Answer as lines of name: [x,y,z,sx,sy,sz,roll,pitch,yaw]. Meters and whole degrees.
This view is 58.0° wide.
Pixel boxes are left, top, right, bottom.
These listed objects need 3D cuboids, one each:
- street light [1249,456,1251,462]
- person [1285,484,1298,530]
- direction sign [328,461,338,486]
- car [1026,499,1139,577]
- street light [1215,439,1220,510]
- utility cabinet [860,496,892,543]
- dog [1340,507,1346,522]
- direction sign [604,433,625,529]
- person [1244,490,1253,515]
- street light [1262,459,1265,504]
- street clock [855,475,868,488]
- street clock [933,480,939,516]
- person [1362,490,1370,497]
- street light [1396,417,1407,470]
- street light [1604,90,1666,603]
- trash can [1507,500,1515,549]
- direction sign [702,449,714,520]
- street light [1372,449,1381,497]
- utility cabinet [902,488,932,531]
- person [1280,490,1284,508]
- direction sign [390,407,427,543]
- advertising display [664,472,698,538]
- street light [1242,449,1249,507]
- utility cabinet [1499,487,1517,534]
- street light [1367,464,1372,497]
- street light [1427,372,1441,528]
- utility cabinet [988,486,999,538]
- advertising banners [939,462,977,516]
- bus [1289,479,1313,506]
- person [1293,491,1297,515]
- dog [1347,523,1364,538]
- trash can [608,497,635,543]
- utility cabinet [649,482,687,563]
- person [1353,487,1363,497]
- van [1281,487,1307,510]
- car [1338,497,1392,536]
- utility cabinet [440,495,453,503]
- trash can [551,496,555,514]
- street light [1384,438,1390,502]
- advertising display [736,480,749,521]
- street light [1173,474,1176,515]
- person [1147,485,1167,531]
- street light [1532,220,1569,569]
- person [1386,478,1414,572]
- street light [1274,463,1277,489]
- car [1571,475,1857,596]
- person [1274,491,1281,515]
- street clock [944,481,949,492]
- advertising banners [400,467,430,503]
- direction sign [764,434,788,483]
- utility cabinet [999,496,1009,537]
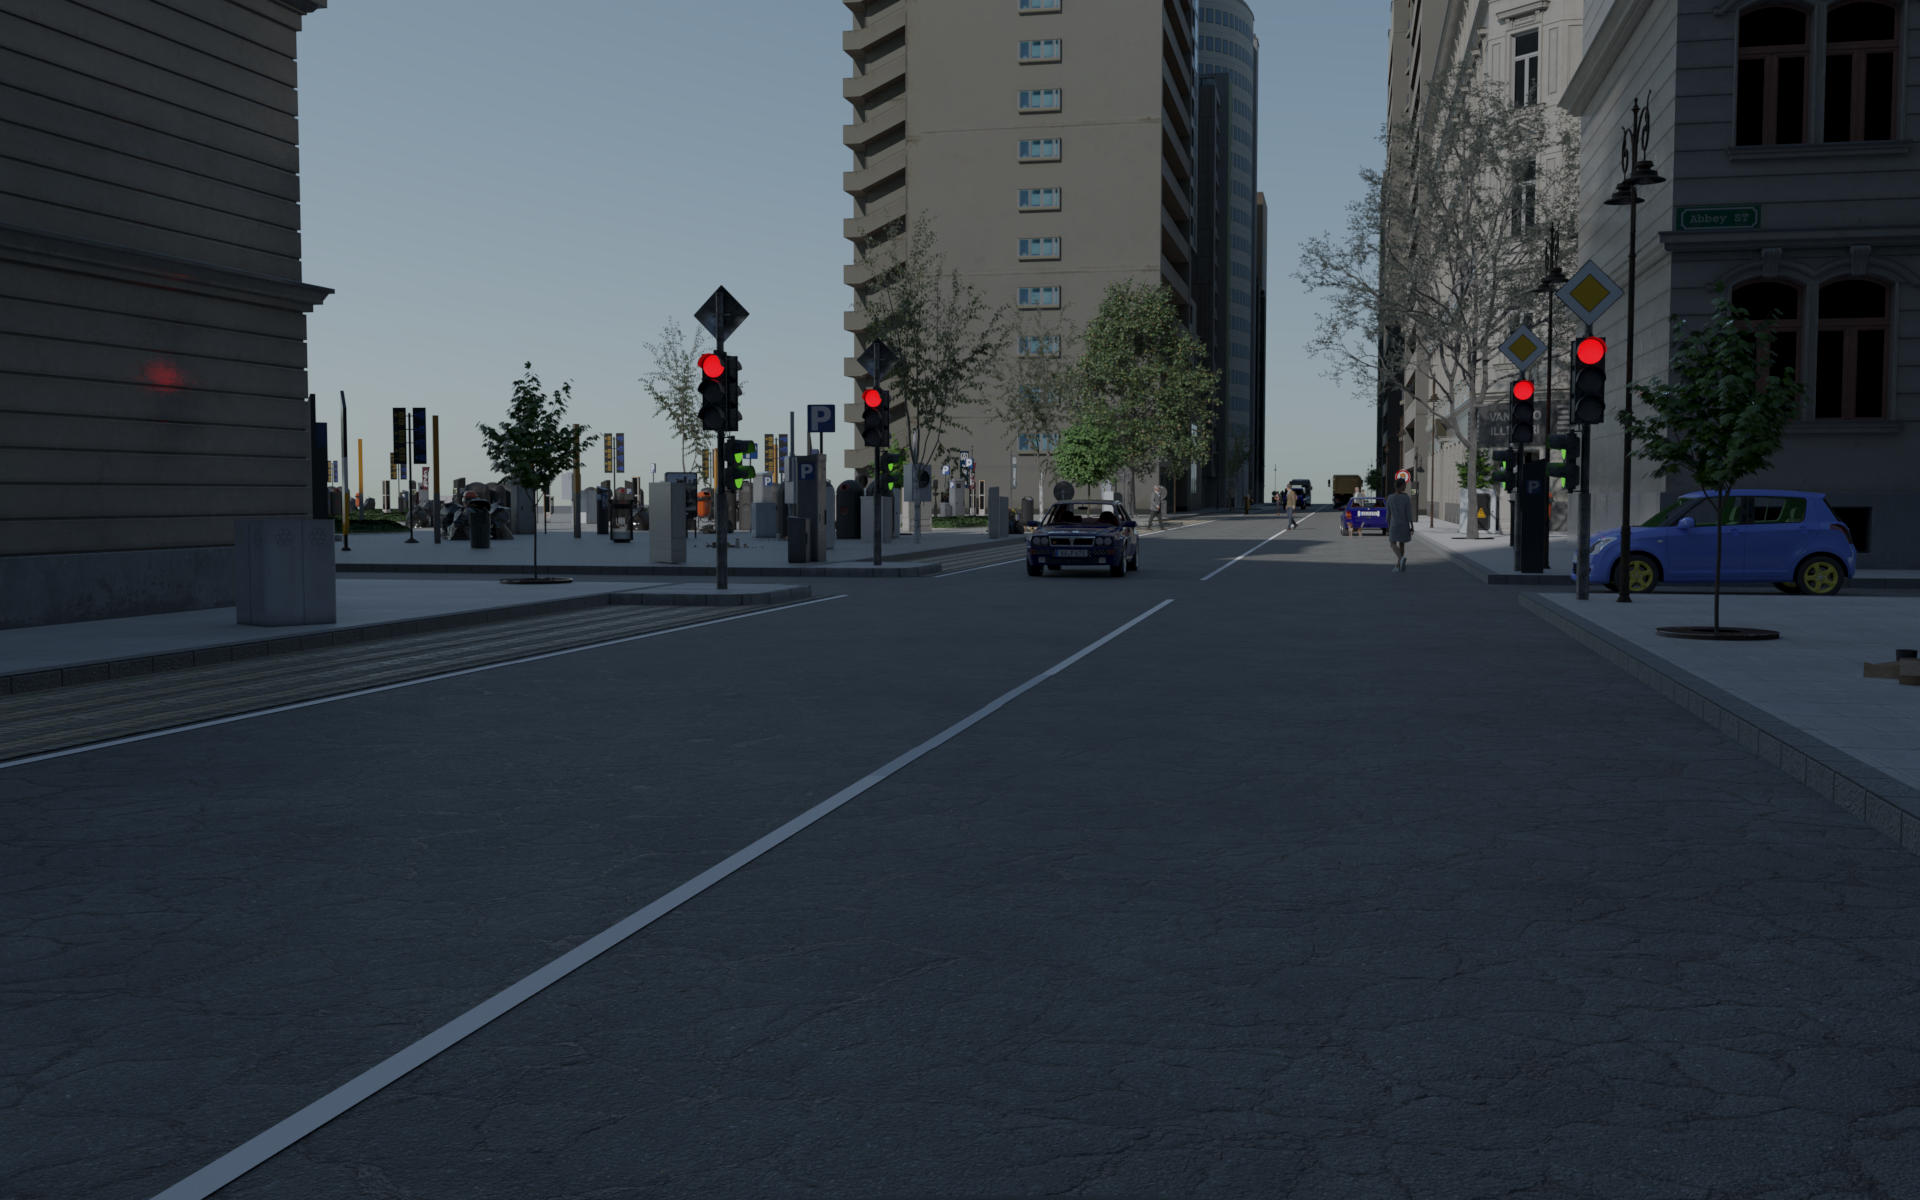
street light: [31.288,-13.144,187.691,0.468,5.910,1.993,1,4,12]
person: [13.276,-3.737,69.518,0.836,1.842,0.656,-3,5,-39]
direction sign: [-42.370,-7.643,116.966,0.876,3.537,0.379,1,4,17]
car: [2.256,-1.148,31.346,1.945,1.354,3.894,1,4,11]
street light: [21.216,-10.384,142.569,0.468,5.910,1.993,1,4,12]
utility cabinet: [-2.202,-2.113,45.704,0.306,1.237,1.020,-3,5,-40]
dog: [19.689,-4.421,89.113,0.800,0.831,0.513,0,4,-5]
direction sign: [-12.820,-4.420,64.271,0.876,3.537,0.379,2,4,24]
person: [20.044,-6.803,120.460,0.721,1.736,1.217,3,4,38]
street light: [39.227,-15.350,223.765,0.468,5.910,1.993,1,4,12]
street clock: [-3.676,-3.677,64.691,0.471,2.002,0.358,-3,5,-44]
street clock: [-1.216,-5.004,86.393,0.358,2.002,0.471,0,4,2]
person: [29.828,-7.253,127.620,0.750,1.759,0.617,-1,4,-10]
street light: [26.458,-8.029,104.061,0.468,5.910,1.993,1,4,12]
street light: [7.880,-2.910,20.368,0.468,5.910,1.993,1,4,12]
trash can: [13.112,-1.751,40.283,0.748,1.137,0.748,0,3,0]
direction sign: [-12.469,-5.792,86.698,0.876,3.537,0.379,-1,4,-23]
street light: [44.517,-12.973,184.900,0.468,5.910,1.993,1,4,12]
utility cabinet: [-1.450,-3.078,59.007,0.318,1.500,1.173,3,5,41]
person: [32.515,-10.159,174.601,1.348,1.824,0.705,1,4,18]
direction sign: [-14.380,-3.261,45.321,0.876,3.537,0.379,0,4,3]
advertising display: [-8.113,-2.763,50.387,0.974,1.923,0.123,-2,4,-27]
street light: [29.190,-12.589,178.616,0.468,5.910,1.993,1,4,12]
utility cabinet: [17.409,-2.778,54.093,0.318,1.500,1.173,-2,4,-34]
street light: [60.599,-17.397,257.225,0.468,5.910,1.993,1,4,12]
street light: [17.926,-5.679,65.634,0.468,5.910,1.993,1,4,12]
utility cabinet: [0.965,-2.553,50.417,0.318,1.500,1.173,0,4,-1]
advertising banners: [-0.112,-6.094,95.828,2.074,3.025,0.090,0,4,-7]
bus: [40.768,-13.006,207.504,2.948,3.499,13.247,1,4,12]
person: [22.590,-6.587,117.670,0.593,1.643,0.415,0,4,-6]
dog: [12.911,-2.281,56.582,0.406,0.507,0.540,2,4,34]
trash can: [-8.932,-2.082,45.698,0.748,1.137,0.748,0,3,0]
utility cabinet: [-5.441,-1.443,32.268,0.318,1.500,1.173,-2,4,-30]
person: [19.669,-4.709,85.889,0.834,1.777,0.661,-3,5,-42]
van: [30.956,-9.530,160.203,2.240,2.365,5.245,1,4,14]
car: [14.175,-2.924,60.392,1.945,1.354,3.894,1,4,11]
utility cabinet: [-22.690,-4.007,76.676,1.020,1.237,0.306,2,4,29]
trash can: [-26.054,-6.001,109.777,0.748,1.137,0.748,0,3,0]
street light: [34.500,-10.233,140.094,0.468,5.910,1.993,1,4,12]
advertising display: [-10.367,-4.680,81.727,0.974,1.923,0.123,-3,5,-44]
street light: [13.227,-8.180,106.525,0.468,5.910,1.993,1,4,12]
person: [7.699,-3.584,67.497,0.834,1.777,0.661,1,4,15]
street light: [10.051,-3.473,29.564,0.468,5.910,1.993,1,4,12]
person: [8.070,-1.372,31.686,0.466,1.731,0.760,0,4,-7]
street light: [47.295,-17.554,259.792,0.468,5.910,1.993,1,4,12]
car: [10.679,-0.923,24.682,3.694,1.707,1.945,1,4,12]
person: [21.241,-6.480,115.922,0.415,1.643,0.593,-1,4,-15]
street clock: [-0.691,-5.775,98.999,0.358,2.002,0.471,-2,4,-31]
advertising banners: [-34.654,-6.964,110.050,2.074,3.025,0.090,-3,4,-39]
direction sign: [-6.908,-4.476,65.179,0.876,3.537,0.379,0,4,-5]
utility cabinet: [1.189,-2.513,52.245,0.306,1.237,1.020,-1,4,-16]
